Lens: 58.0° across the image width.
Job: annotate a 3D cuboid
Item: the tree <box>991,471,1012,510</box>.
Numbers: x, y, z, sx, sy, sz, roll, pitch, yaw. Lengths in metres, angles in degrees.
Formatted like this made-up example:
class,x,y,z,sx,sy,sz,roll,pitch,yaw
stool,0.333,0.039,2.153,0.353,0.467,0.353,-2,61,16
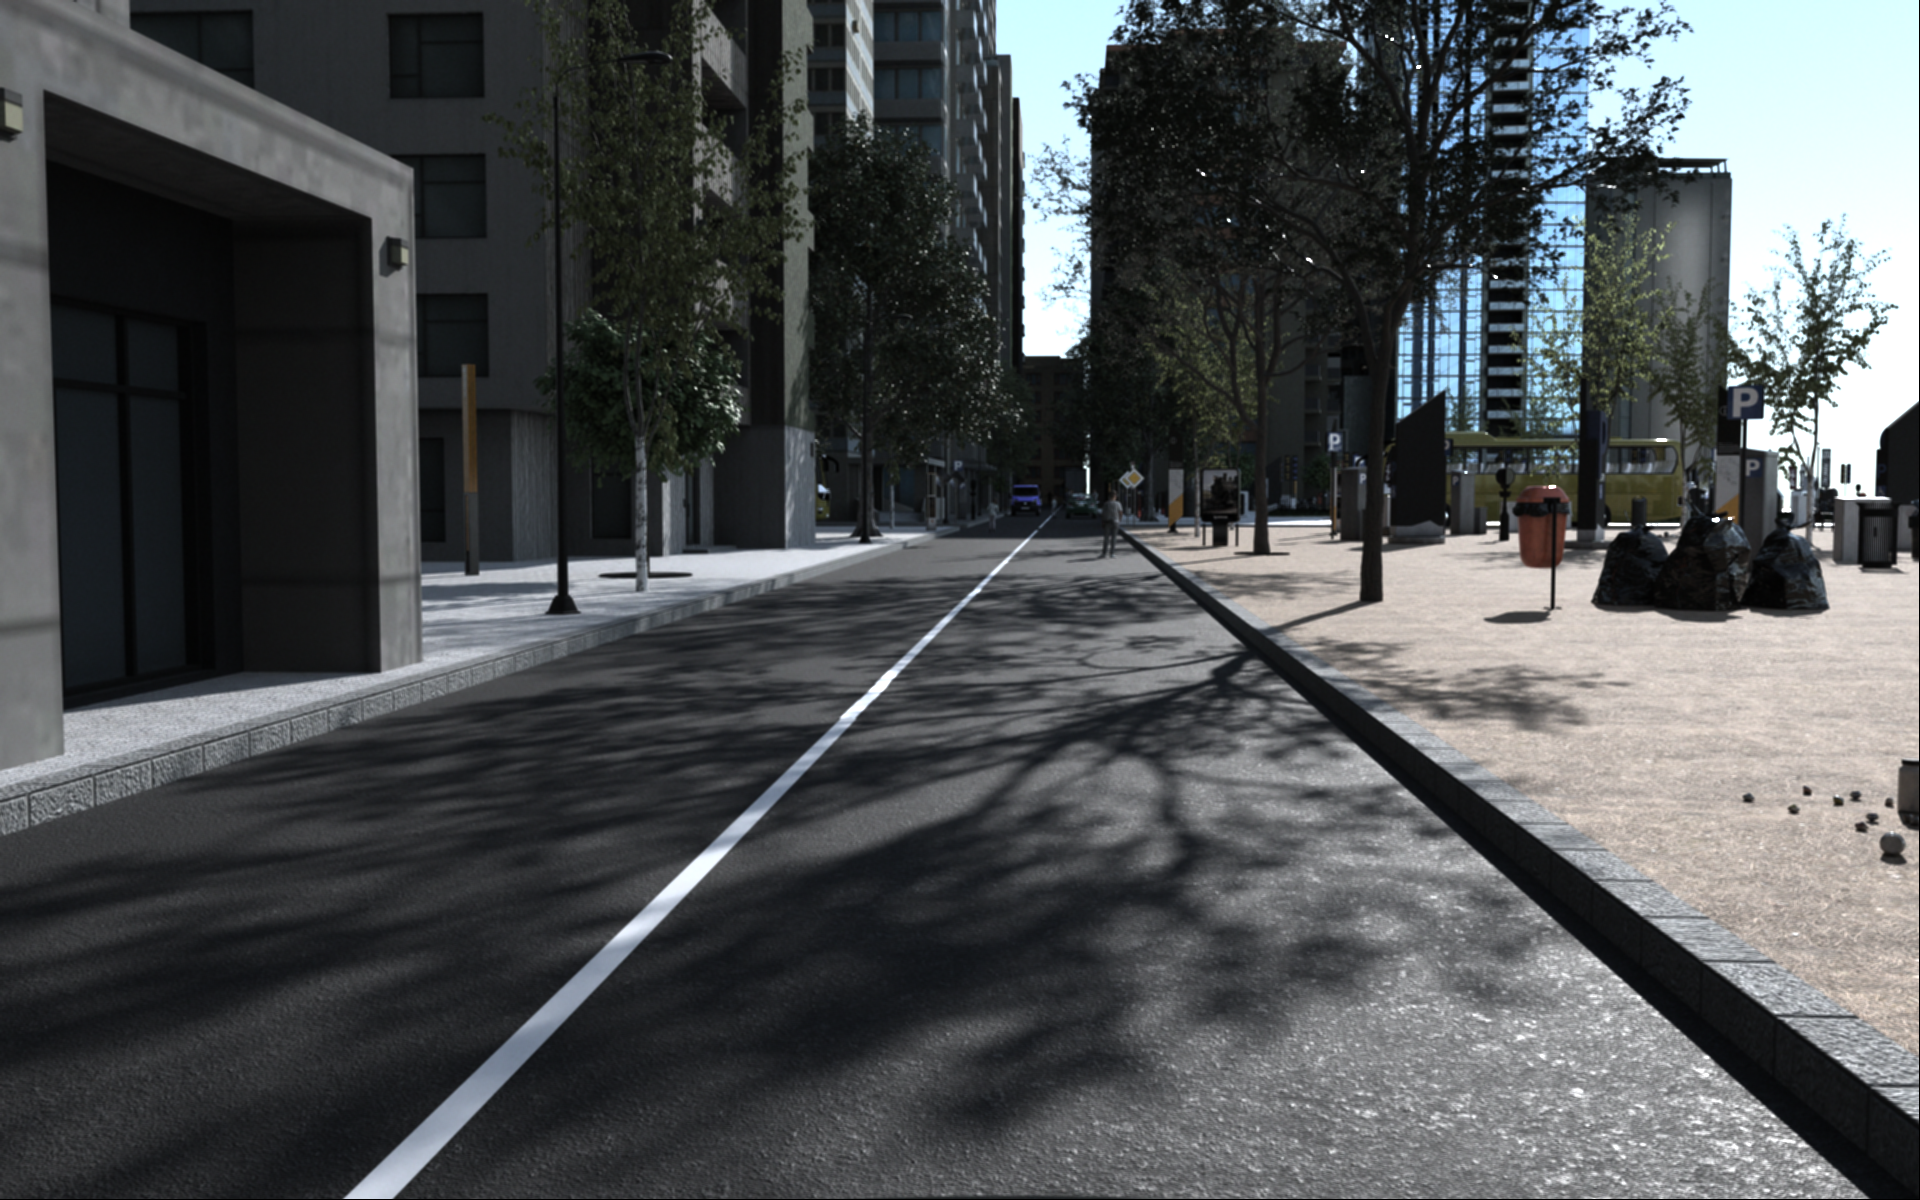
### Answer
class,x,y,z,sx,sy,sz,roll,pitch,yaw
tree,3.354,-8.807,138.598,1.663,3.219,1.824,0,3,0

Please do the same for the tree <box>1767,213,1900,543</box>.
class,x,y,z,sx,sy,sz,roll,pitch,yaw
tree,22.117,-5.812,45.387,4.737,8.622,4.395,0,3,0

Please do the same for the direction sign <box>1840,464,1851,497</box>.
class,x,y,z,sx,sy,sz,roll,pitch,yaw
direction sign,66.333,-8.426,129.765,0.379,3.537,0.876,-1,4,-21

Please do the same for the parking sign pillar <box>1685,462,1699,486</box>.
class,x,y,z,sx,sy,sz,roll,pitch,yaw
parking sign pillar,60.070,-9.417,142.438,1.447,3.967,1.447,-2,4,-26

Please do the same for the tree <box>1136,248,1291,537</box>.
class,x,y,z,sx,sy,sz,roll,pitch,yaw
tree,7.278,-6.172,51.270,4.360,8.622,3.978,0,3,0

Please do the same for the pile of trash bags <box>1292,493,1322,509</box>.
class,x,y,z,sx,sy,sz,roll,pitch,yaw
pile of trash bags,27.643,-7.808,137.406,1.912,1.369,3.447,-2,4,-33

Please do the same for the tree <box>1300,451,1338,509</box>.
class,x,y,z,sx,sy,sz,roll,pitch,yaw
tree,26.799,-8.783,127.315,4.285,4.588,4.351,0,3,0

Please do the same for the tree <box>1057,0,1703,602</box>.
class,x,y,z,sx,sy,sz,roll,pitch,yaw
tree,4.717,-5.247,20.196,8.767,10.594,7.601,2,4,35

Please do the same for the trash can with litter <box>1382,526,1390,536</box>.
class,x,y,z,sx,sy,sz,roll,pitch,yaw
trash can with litter,13.169,-2.513,52.478,0.624,1.170,1.055,-3,5,-45

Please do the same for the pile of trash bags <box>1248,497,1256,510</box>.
class,x,y,z,sx,sy,sz,roll,pitch,yaw
pile of trash bags,22.844,-7.878,138.563,1.912,1.369,3.447,1,4,10

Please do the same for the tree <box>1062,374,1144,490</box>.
class,x,y,z,sx,sy,sz,roll,pitch,yaw
tree,12.111,-13.028,138.767,9.928,11.665,9.643,0,3,0

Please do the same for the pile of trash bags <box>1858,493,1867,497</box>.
class,x,y,z,sx,sy,sz,roll,pitch,yaw
pile of trash bags,47.503,-5.036,92.088,3.447,1.369,1.912,1,4,12

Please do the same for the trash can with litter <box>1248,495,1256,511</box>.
class,x,y,z,sx,sy,sz,roll,pitch,yaw
trash can with litter,22.029,-7.329,130.880,1.678,1.210,2.233,0,4,-7

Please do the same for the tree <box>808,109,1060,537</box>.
class,x,y,z,sx,sy,sz,roll,pitch,yaw
tree,-2.710,-8.251,51.919,9.611,12.733,9.660,0,3,0

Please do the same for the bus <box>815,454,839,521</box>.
class,x,y,z,sx,sy,sz,roll,pitch,yaw
bus,-11.289,-4.901,71.672,12.252,3.916,2.896,0,4,5

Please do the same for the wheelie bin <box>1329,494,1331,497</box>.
class,x,y,z,sx,sy,sz,roll,pitch,yaw
wheelie bin,22.344,-5.788,102.534,0.980,1.594,0.693,2,4,28

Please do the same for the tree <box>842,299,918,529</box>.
class,x,y,z,sx,sy,sz,roll,pitch,yaw
tree,-2.735,-6.947,63.940,4.737,8.622,4.395,0,3,0

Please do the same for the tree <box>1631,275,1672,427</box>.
class,x,y,z,sx,sy,sz,roll,pitch,yaw
tree,24.798,-6.616,58.531,4.737,8.622,4.395,0,3,0

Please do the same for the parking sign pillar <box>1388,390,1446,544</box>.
class,x,y,z,sx,sy,sz,roll,pitch,yaw
parking sign pillar,11.857,-3.450,44.877,1.447,3.967,1.447,0,4,-8

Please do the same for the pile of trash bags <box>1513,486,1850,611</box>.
class,x,y,z,sx,sy,sz,roll,pitch,yaw
pile of trash bags,7.950,-0.613,19.783,3.447,1.369,1.912,-1,4,-11

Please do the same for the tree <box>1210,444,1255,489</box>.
class,x,y,z,sx,sy,sz,roll,pitch,yaw
tree,17.830,-7.871,112.406,4.285,4.588,4.351,0,3,0

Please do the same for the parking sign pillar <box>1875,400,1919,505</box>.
class,x,y,z,sx,sy,sz,roll,pitch,yaw
parking sign pillar,26.216,-3.659,48.303,1.447,3.967,1.447,-1,4,-18

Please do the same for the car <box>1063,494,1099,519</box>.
class,x,y,z,sx,sy,sz,roll,pitch,yaw
car,7.143,-5.516,101.982,2.131,1.459,4.920,0,4,4

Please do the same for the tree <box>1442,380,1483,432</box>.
class,x,y,z,sx,sy,sz,roll,pitch,yaw
tree,32.359,-9.925,112.633,4.737,8.622,4.395,0,3,0

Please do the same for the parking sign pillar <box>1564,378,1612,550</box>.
class,x,y,z,sx,sy,sz,roll,pitch,yaw
parking sign pillar,14.847,-3.192,40.655,1.447,3.967,1.447,2,4,29

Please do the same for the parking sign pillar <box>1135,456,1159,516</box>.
class,x,y,z,sx,sy,sz,roll,pitch,yaw
parking sign pillar,11.069,-6.986,102.699,1.447,3.967,1.447,3,4,38

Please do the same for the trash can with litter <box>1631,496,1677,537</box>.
class,x,y,z,sx,sy,sz,roll,pitch,yaw
trash can with litter,20.659,-2.487,51.717,2.233,1.210,1.678,-1,4,-22

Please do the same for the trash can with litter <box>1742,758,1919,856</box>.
class,x,y,z,sx,sy,sz,roll,pitch,yaw
trash can with litter,3.758,0.300,6.156,1.678,1.210,2.233,1,4,22

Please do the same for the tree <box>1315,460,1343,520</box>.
class,x,y,z,sx,sy,sz,roll,pitch,yaw
tree,18.666,-5.588,85.959,1.663,3.219,1.824,0,3,0

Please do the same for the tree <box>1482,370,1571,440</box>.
class,x,y,z,sx,sy,sz,roll,pitch,yaw
tree,33.444,-9.176,100.389,4.737,8.622,4.395,0,3,0

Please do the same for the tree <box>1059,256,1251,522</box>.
class,x,y,z,sx,sy,sz,roll,pitch,yaw
tree,8.791,-10.003,80.550,9.611,12.733,9.660,0,3,0

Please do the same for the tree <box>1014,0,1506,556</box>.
class,x,y,z,sx,sy,sz,roll,pitch,yaw
tree,6.233,-7.696,36.193,12.009,13.543,11.850,0,3,0

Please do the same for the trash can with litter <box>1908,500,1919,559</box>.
class,x,y,z,sx,sy,sz,roll,pitch,yaw
trash can with litter,19.212,-1.384,34.012,0.624,1.170,1.055,-2,4,-27

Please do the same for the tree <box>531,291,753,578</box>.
class,x,y,z,sx,sy,sz,roll,pitch,yaw
tree,-4.947,-2.650,27.042,4.285,4.588,4.351,0,3,0

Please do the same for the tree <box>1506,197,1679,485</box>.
class,x,y,z,sx,sy,sz,roll,pitch,yaw
tree,16.144,-5.716,43.822,4.360,8.622,3.978,0,3,0

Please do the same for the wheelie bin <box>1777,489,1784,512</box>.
class,x,y,z,sx,sy,sz,roll,pitch,yaw
wheelie bin,47.396,-5.666,100.550,0.693,1.594,0.980,3,5,41

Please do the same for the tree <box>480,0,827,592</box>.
class,x,y,z,sx,sy,sz,roll,pitch,yaw
tree,-3.965,-4.421,22.652,4.737,8.622,4.395,0,3,0

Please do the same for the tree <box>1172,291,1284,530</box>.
class,x,y,z,sx,sy,sz,roll,pitch,yaw
tree,9.703,-6.824,61.938,4.737,8.622,4.395,0,3,0

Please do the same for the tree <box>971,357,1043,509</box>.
class,x,y,z,sx,sy,sz,roll,pitch,yaw
tree,3.469,-13.810,143.917,7.486,12.596,7.792,0,3,0

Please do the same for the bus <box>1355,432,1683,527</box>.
class,x,y,z,sx,sy,sz,roll,pitch,yaw
bus,22.166,-4.738,69.016,12.252,3.916,2.896,0,4,4

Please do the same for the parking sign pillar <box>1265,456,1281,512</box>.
class,x,y,z,sx,sy,sz,roll,pitch,yaw
parking sign pillar,22.207,-8.255,123.443,1.447,3.967,1.447,-1,4,-14

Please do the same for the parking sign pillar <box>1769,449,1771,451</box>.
class,x,y,z,sx,sy,sz,roll,pitch,yaw
parking sign pillar,47.612,-7.011,103.107,1.447,3.967,1.447,-2,4,-24

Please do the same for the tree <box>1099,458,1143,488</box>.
class,x,y,z,sx,sy,sz,roll,pitch,yaw
tree,10.982,-7.991,114.373,4.285,4.588,4.351,0,3,0

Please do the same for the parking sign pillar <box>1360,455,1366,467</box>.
class,x,y,z,sx,sy,sz,roll,pitch,yaw
parking sign pillar,27.534,-7.976,118.874,1.447,3.967,1.447,0,4,2
